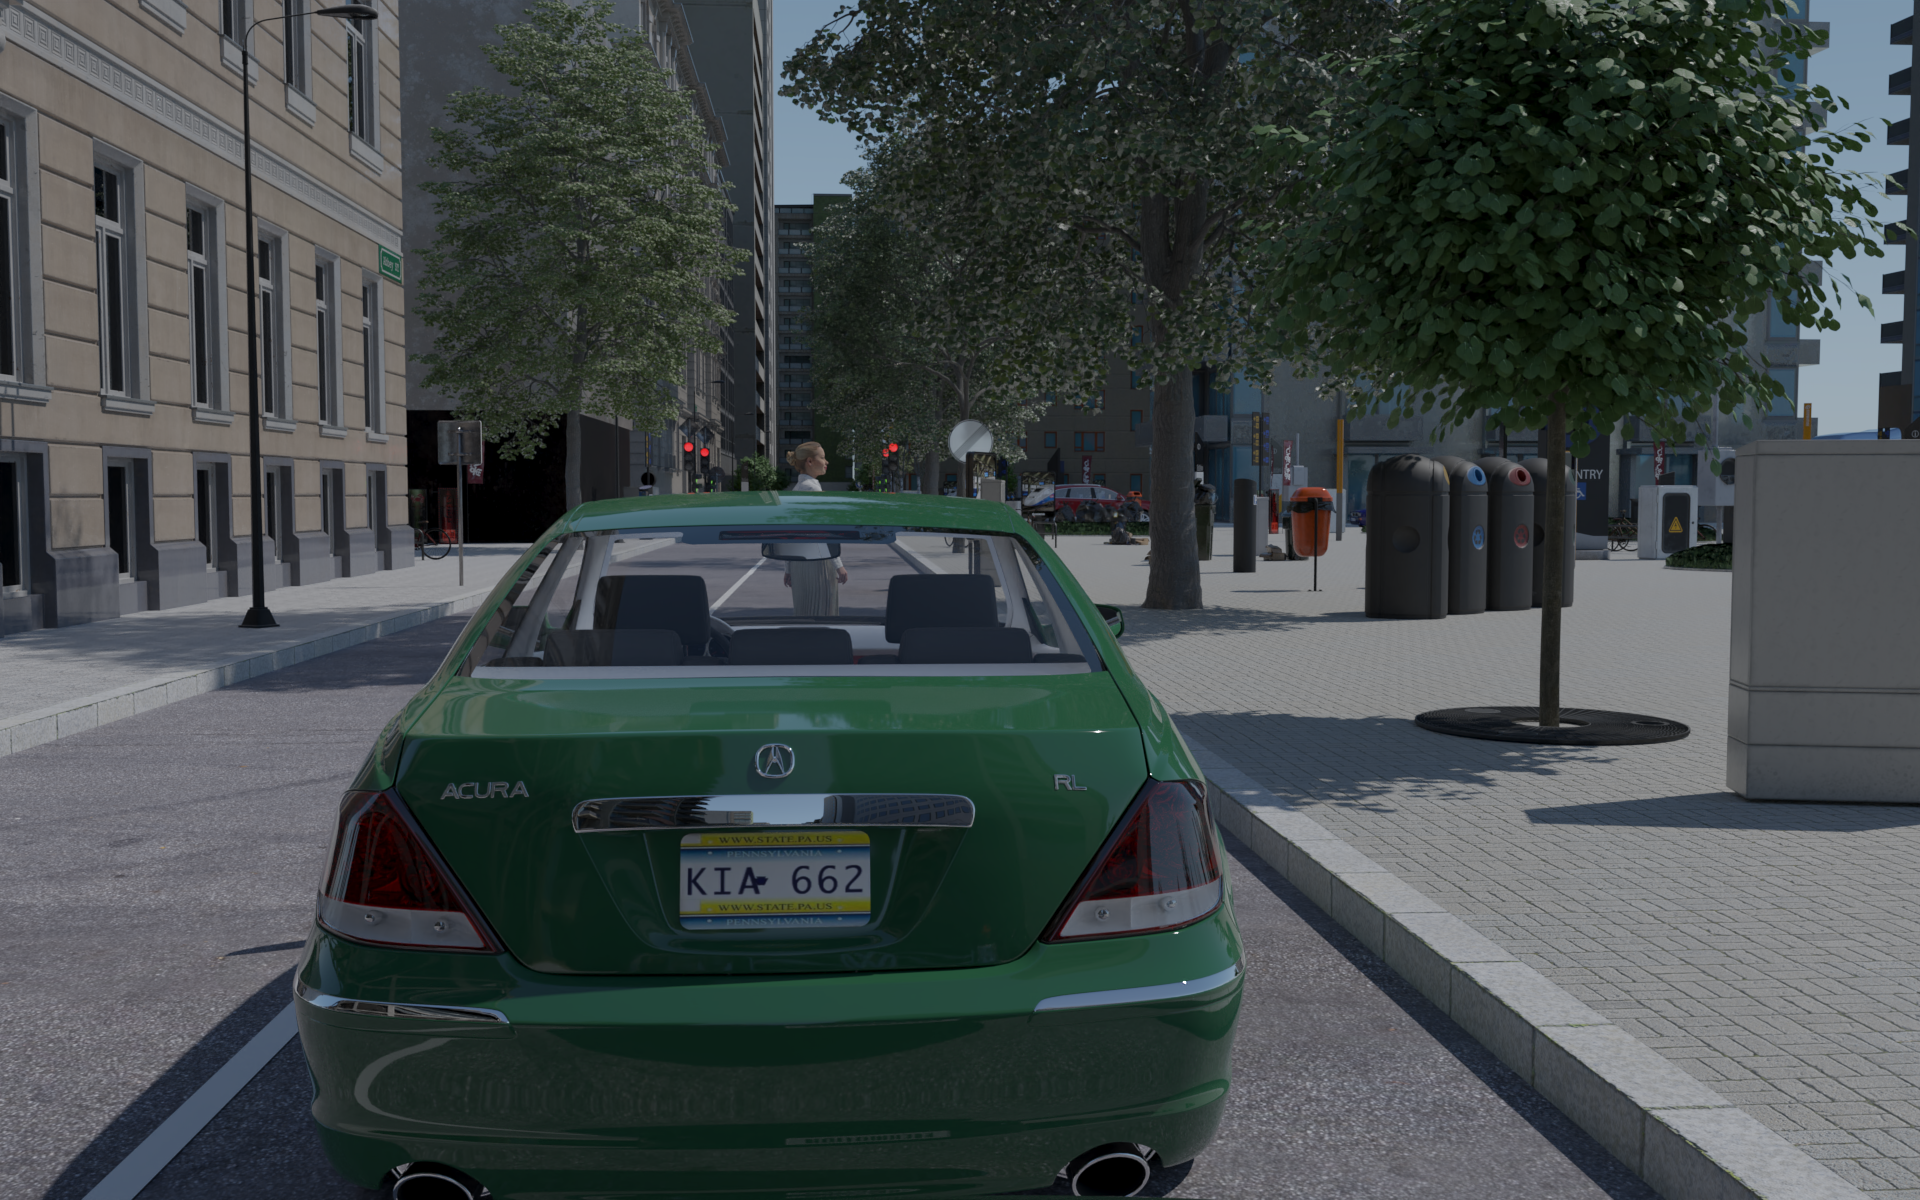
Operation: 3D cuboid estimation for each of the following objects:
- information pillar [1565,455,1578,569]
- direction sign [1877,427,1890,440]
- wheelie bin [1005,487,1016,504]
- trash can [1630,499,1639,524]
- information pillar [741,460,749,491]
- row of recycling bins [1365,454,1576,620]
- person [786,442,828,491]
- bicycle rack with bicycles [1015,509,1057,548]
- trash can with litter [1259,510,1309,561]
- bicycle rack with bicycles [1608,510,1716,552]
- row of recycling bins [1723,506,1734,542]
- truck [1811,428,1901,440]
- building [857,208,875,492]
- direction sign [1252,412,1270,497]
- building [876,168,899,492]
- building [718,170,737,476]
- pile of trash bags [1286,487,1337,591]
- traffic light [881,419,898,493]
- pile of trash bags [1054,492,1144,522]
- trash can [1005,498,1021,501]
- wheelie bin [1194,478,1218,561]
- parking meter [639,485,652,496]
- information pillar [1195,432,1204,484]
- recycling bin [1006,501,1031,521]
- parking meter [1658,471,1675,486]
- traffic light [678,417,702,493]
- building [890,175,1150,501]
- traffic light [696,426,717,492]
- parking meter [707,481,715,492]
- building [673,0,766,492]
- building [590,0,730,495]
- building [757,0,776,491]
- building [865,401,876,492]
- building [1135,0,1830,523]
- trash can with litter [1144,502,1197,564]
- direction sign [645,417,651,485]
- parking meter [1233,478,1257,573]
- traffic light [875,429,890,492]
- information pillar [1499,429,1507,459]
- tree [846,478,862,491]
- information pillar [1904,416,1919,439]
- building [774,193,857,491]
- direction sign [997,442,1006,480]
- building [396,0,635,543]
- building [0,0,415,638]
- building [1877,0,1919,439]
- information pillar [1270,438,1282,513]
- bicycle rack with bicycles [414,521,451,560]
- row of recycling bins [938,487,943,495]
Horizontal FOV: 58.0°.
[{"bbox_3d":[10.374,-1.545,29.755,0.304,2.012,0.304,-1,4,-17],"label":"information pillar"},{"bbox_3d":[31.520,-4.110,59.189,0.379,3.537,0.876,0,4,5],"label":"direction sign"},{"bbox_3d":[2.862,-5.629,99.942,0.980,1.594,0.693,3,5,45],"label":"wheelie bin"},{"bbox_3d":[21.682,-2.661,55.158,0.748,1.137,0.748,0,3,0],"label":"trash can"},{"bbox_3d":[-14.635,-7.746,117.996,0.504,3.616,0.183,0,4,3],"label":"information pillar"},{"bbox_3d":[5.596,-0.726,18.983,3.534,1.692,1.069,-3,5,-43],"label":"row of recycling bins"},{"bbox_3d":[-1.102,-0.211,12.171,0.641,1.798,0.478,-1,4,-11],"label":"person"},{"bbox_3d":[1.092,-1.722,41.537,2.852,0.926,2.925,-1,4,-17],"label":"bicycle rack with bicycles"},{"bbox_3d":[6.329,-1.342,33.321,1.055,1.170,0.624,-2,4,-25],"label":"trash can with litter"},{"bbox_3d":[14.856,-1.512,38.111,2.925,0.926,2.852,3,5,39],"label":"bicycle rack with bicycles"},{"bbox_3d":[20.509,-2.197,43.035,1.069,1.692,3.534,-2,4,-26],"label":"row of recycling bins"},{"bbox_3d":[43.740,-5.013,71.722,18.799,4.110,2.967,0,4,-4],"label":"truck"},{"bbox_3d":[-7.595,-33.935,238.430,14.086,41.232,14.154,0,4,-4],"label":"building"},{"bbox_3d":[8.312,-3.422,47.946,0.379,3.537,0.876,3,5,40],"label":"direction sign"},{"bbox_3d":[-0.646,-23.487,155.721,14.160,30.474,14.107,0,4,-4],"label":"building"},{"bbox_3d":[-24.535,-20.544,129.408,14.314,27.812,24.014,0,4,-4],"label":"building"},{"bbox_3d":[6.082,-0.818,23.119,3.447,1.369,1.912,0,4,-3],"label":"pile of trash bags"},{"bbox_3d":[-2.473,-4.563,63.521,0.839,4.253,0.868,0,4,-4],"label":"traffic light"},{"bbox_3d":[5.142,-3.223,62.443,3.447,1.369,1.912,-2,4,-32],"label":"pile of trash bags"},{"bbox_3d":[2.191,-3.654,71.391,0.748,1.137,0.748,0,3,0],"label":"trash can"},{"bbox_3d":[4.625,-1.571,33.589,0.693,1.594,0.980,1,4,15],"label":"wheelie bin"},{"bbox_3d":[-8.818,-2.459,48.618,0.372,1.533,0.369,0,3,0],"label":"parking meter"},{"bbox_3d":[8.979,-4.512,65.126,0.183,3.616,0.504,3,5,40],"label":"information pillar"},{"bbox_3d":[2.112,-3.025,62.007,0.722,1.027,0.722,-2,4,-34],"label":"recycling bin"},{"bbox_3d":[18.182,-2.381,44.647,0.399,1.863,0.255,1,4,11],"label":"parking meter"},{"bbox_3d":[-9.813,-4.528,62.959,0.839,4.253,0.868,0,4,-4],"label":"traffic light"},{"bbox_3d":[9.470,-16.653,117.311,27.650,21.520,28.899,0,4,-4],"label":"building"},{"bbox_3d":[-10.408,-5.015,70.922,0.839,4.253,0.868,0,4,-4],"label":"traffic light"},{"bbox_3d":[-10.647,-4.166,73.824,0.399,1.863,0.255,-2,4,-30],"label":"parking meter"},{"bbox_3d":[-28.672,-32.501,155.088,21.300,48.544,21.600,0,4,-4],"label":"building"},{"bbox_3d":[-21.513,-19.451,105.416,14.401,28.519,23.554,0,4,-4],"label":"building"},{"bbox_3d":[-32.909,-47.077,207.964,20.611,71.187,20.563,0,4,-4],"label":"building"},{"bbox_3d":[4.601,-20.397,178.531,27.650,21.520,28.899,0,4,-4],"label":"building"},{"bbox_3d":[23.813,-28.444,84.665,30.456,49.044,23.786,0,4,-4],"label":"building"},{"bbox_3d":[3.801,-1.235,31.574,0.624,1.170,1.055,-3,5,-41],"label":"trash can with litter"},{"bbox_3d":[-9.032,-3.559,50.187,0.379,3.537,0.876,0,4,-1],"label":"direction sign"},{"bbox_3d":[4.659,-1.218,28.325,0.372,1.533,0.369,0,3,0],"label":"parking meter"},{"bbox_3d":[-3.068,-5.050,71.484,0.839,4.253,0.868,0,4,-4],"label":"traffic light"},{"bbox_3d":[12.814,-3.029,40.886,0.183,3.616,0.504,0,4,5],"label":"information pillar"},{"bbox_3d":[-12.732,-13.105,208.864,1.663,3.219,1.824,0,3,0],"label":"tree"},{"bbox_3d":[28.356,-3.683,51.575,0.183,3.616,0.504,-2,4,-32],"label":"information pillar"},{"bbox_3d":[-21.652,-33.880,237.526,14.086,41.232,14.154,0,4,-4],"label":"building"},{"bbox_3d":[1.716,-5.029,74.221,0.379,3.537,0.876,-3,4,-36],"label":"direction sign"},{"bbox_3d":[-19.108,-11.309,52.353,16.811,18.784,16.820,0,4,-4],"label":"building"},{"bbox_3d":[-15.146,-14.299,19.694,13.634,28.700,20.117,0,4,-4],"label":"building"},{"bbox_3d":[54.503,-26.358,81.061,14.200,45.320,14.600,0,4,-4],"label":"building"},{"bbox_3d":[13.086,-4.918,71.764,0.504,3.616,0.183,0,4,-1],"label":"information pillar"},{"bbox_3d":[-11.489,-1.189,32.817,2.925,0.926,2.852,0,4,7],"label":"bicycle rack with bicycles"},{"bbox_3d":[0.416,-5.619,98.989,3.534,1.692,1.069,-1,4,-10],"label":"row of recycling bins"}]
